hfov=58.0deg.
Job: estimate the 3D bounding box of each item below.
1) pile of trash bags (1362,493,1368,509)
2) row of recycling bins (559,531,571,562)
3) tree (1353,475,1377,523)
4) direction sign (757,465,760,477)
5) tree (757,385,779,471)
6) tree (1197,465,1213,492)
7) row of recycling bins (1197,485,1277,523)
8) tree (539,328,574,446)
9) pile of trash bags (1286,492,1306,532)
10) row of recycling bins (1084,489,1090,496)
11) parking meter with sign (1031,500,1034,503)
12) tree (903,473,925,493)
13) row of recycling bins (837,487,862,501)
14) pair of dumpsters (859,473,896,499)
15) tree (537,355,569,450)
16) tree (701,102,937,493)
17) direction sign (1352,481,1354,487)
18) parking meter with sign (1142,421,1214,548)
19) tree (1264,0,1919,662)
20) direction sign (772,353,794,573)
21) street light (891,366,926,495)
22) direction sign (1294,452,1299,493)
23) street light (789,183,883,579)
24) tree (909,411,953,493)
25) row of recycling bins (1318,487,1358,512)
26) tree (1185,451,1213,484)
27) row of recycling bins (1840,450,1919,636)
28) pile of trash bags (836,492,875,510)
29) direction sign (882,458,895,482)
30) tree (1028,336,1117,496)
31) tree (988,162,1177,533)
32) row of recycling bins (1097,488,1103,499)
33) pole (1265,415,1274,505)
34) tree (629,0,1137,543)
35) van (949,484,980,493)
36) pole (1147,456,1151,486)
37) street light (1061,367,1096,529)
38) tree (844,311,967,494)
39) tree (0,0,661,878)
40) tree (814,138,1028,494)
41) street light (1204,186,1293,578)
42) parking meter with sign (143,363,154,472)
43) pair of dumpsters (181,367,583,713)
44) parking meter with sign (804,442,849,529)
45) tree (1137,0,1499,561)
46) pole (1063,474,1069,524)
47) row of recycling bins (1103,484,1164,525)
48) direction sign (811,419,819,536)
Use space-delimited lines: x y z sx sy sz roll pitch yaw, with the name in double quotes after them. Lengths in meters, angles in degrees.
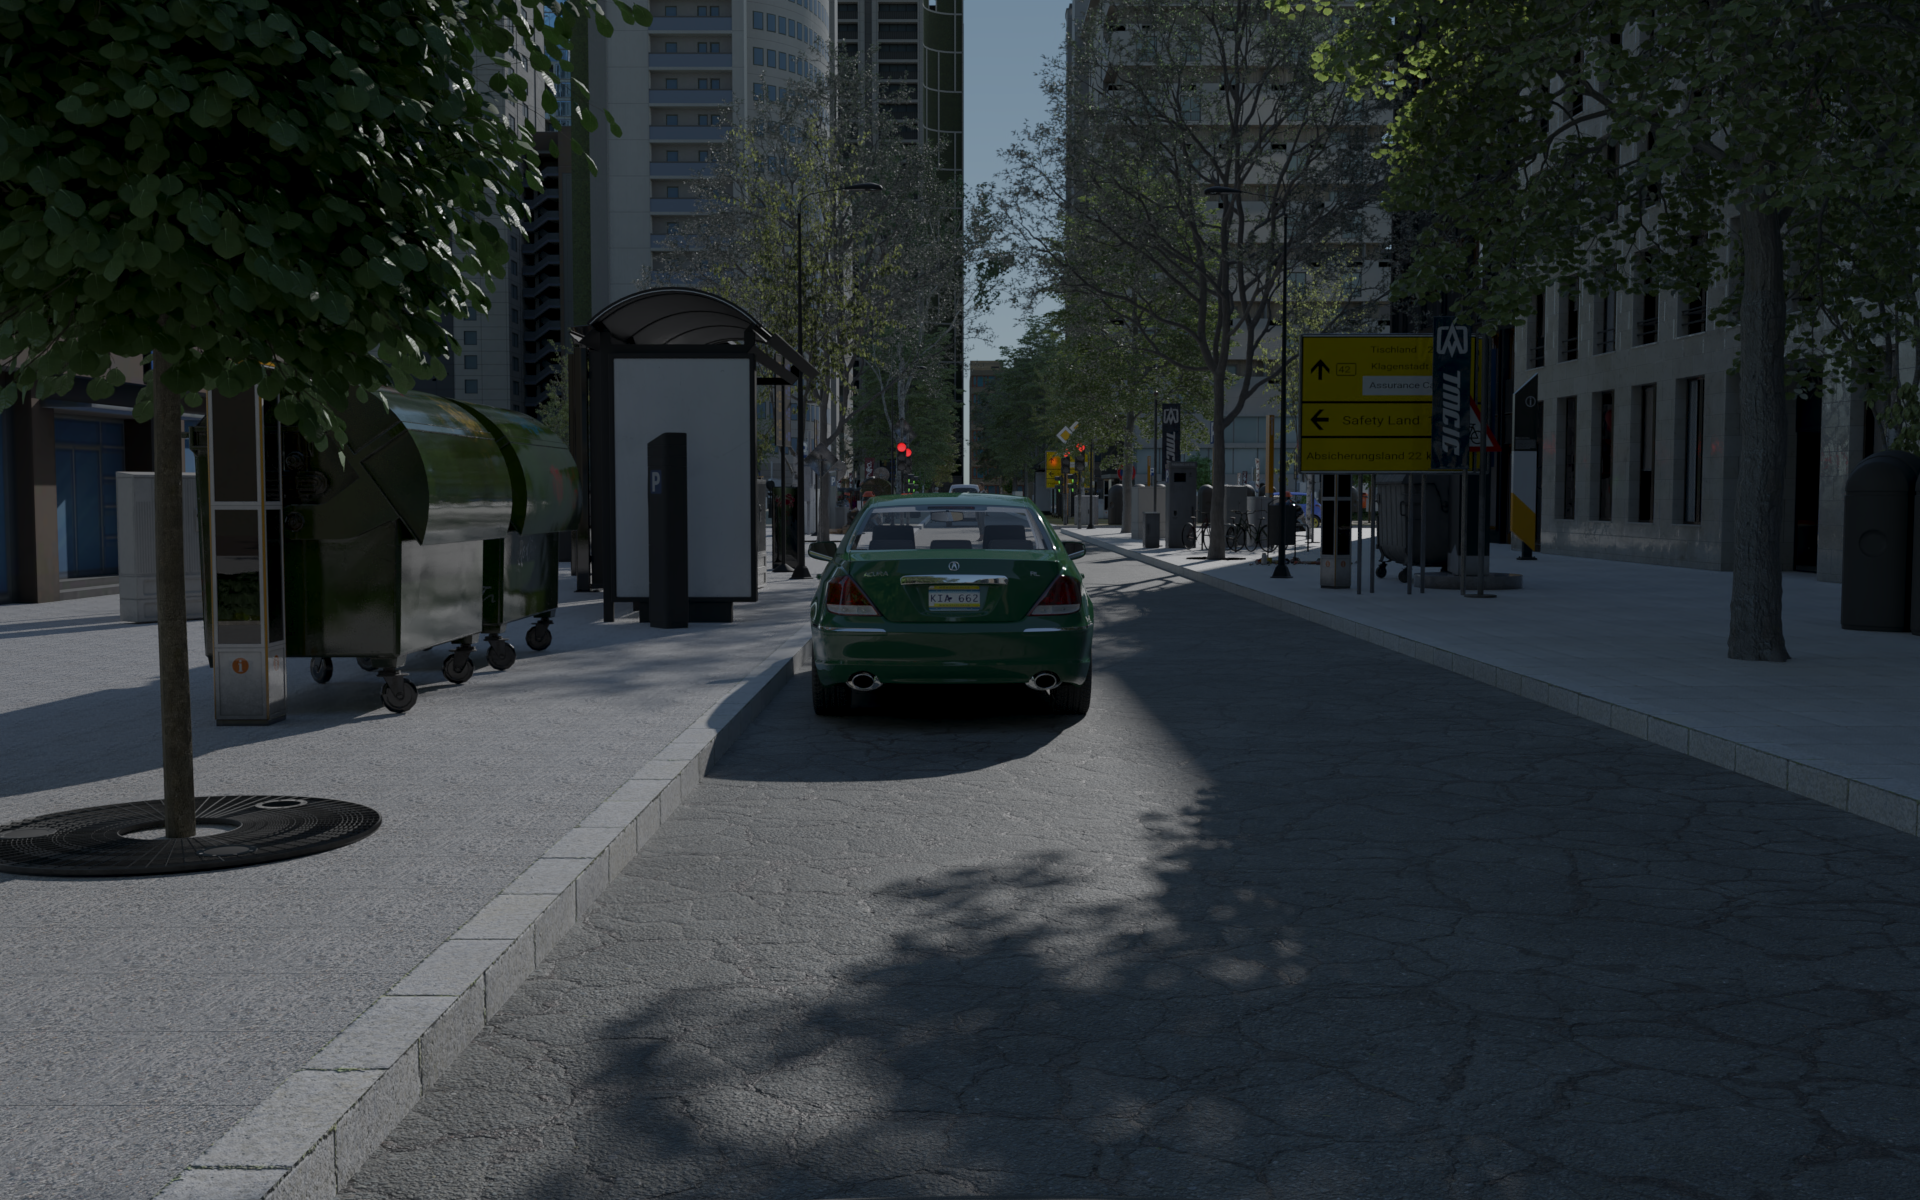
22.597 -5.722 103.302 3.447 1.369 1.912 0 4 5 "pile of trash bags"
-7.150 -1.581 32.964 3.534 1.692 1.069 -1 4 -9 "row of recycling bins"
18.024 -5.642 75.960 4.285 4.588 4.351 0 3 0 "tree"
-13.522 -7.552 115.470 0.379 3.537 0.876 1 4 20 "direction sign"
-13.289 -9.834 111.143 4.737 8.622 4.395 0 3 0 "tree"
16.601 -7.517 117.497 1.663 3.219 1.824 0 3 0 "tree"
12.320 -4.275 77.005 3.534 1.692 1.069 1 4 15 "row of recycling bins"
-16.302 -7.710 76.420 4.737 8.622 4.395 0 3 0 "tree"
11.275 -3.114 60.660 1.912 1.369 3.447 1 4 15 "pile of trash bags"
11.017 -7.793 134.529 3.534 1.692 1.069 2 4 30 "row of recycling bins"
5.287 -7.276 115.230 0.543 3.016 1.738 -3 5 -44 "parking meter with sign"
-3.239 -7.770 121.641 1.663 3.219 1.824 0 3 0 "tree"
-6.993 -6.172 108.032 1.069 1.692 3.534 -3 4 -36 "row of recycling bins"
-3.696 -4.584 77.435 1.574 2.255 4.437 0 4 0 "pair of dumpsters"
-20.015 -8.598 90.947 4.360 8.622 3.978 0 3 0 "tree"
-3.122 -5.084 33.487 4.360 8.622 3.978 0 3 0 "tree"
30.256 -8.643 133.304 0.379 3.537 0.876 -1 4 -19 "direction sign"
5.230 -2.743 41.116 1.738 3.016 0.543 0 4 -6 "parking meter with sign"
5.798 -5.805 13.034 7.486 12.596 7.792 0 3 0 "tree"
-2.900 -2.226 28.393 0.379 3.537 0.876 1 4 10 "direction sign"
-1.917 -5.536 63.053 1.470 5.913 1.316 0 4 0 "street light"
18.066 -6.184 93.113 0.379 3.537 0.876 2 4 25 "direction sign"
-1.857 -3.270 26.007 1.470 5.913 1.316 0 4 0 "street light"
-2.972 -11.991 146.408 4.737 8.622 4.395 0 3 0 "tree"
19.192 -4.956 88.145 1.069 1.692 3.534 -1 4 -11 "row of recycling bins"
17.808 -8.902 129.269 4.285 4.588 4.351 0 3 0 "tree"
9.262 -0.490 15.122 1.069 1.692 3.534 -1 4 -21 "row of recycling bins"
-5.227 -5.398 98.010 3.447 1.369 1.912 2 4 31 "pile of trash bags"
-4.552 -7.226 110.148 0.876 3.537 0.379 1 4 17 "direction sign"
5.271 -7.739 76.891 4.737 8.622 4.395 0 3 0 "tree"
5.875 -8.497 57.055 7.486 12.596 7.792 0 3 0 "tree"
9.392 -5.527 97.486 3.534 1.692 1.069 3 4 38 "row of recycling bins"
7.990 -3.110 44.695 0.158 3.312 0.155 0 3 0 "pole"
-3.513 -8.280 45.754 12.009 13.543 11.850 0 3 0 "tree"
0.210 -4.283 77.040 2.013 2.044 4.112 0 4 0 "van"
10.143 -6.066 93.029 0.158 3.312 0.155 0 3 0 "pole"
4.261 -5.553 63.339 1.470 5.913 1.316 0 4 0 "street light"
-3.346 -11.447 105.281 7.486 12.596 7.792 0 3 0 "tree"
-2.842 -1.387 6.384 4.285 4.588 4.351 0 3 0 "tree"
-2.421 -14.333 90.231 12.611 20.169 13.585 0 3 0 "tree"
4.379 -3.289 26.324 1.470 5.913 1.316 0 4 0 "street light"
-8.078 -1.410 19.314 1.738 3.016 0.543 -1 4 -13 "parking meter with sign"
-3.834 -0.585 12.060 1.574 2.255 4.437 0 4 0 "pair of dumpsters"
-4.489 -3.735 57.330 1.738 3.016 0.543 2 4 26 "parking meter with sign"
5.148 -7.531 33.503 12.009 13.543 11.850 0 3 0 "tree"
4.507 -4.876 73.562 0.158 3.312 0.155 0 3 0 "pole"
7.977 -4.019 72.828 3.534 1.692 1.069 -1 4 -14 "row of recycling bins"
-4.373 -3.717 52.767 0.379 3.537 0.876 0 4 2 "direction sign"
